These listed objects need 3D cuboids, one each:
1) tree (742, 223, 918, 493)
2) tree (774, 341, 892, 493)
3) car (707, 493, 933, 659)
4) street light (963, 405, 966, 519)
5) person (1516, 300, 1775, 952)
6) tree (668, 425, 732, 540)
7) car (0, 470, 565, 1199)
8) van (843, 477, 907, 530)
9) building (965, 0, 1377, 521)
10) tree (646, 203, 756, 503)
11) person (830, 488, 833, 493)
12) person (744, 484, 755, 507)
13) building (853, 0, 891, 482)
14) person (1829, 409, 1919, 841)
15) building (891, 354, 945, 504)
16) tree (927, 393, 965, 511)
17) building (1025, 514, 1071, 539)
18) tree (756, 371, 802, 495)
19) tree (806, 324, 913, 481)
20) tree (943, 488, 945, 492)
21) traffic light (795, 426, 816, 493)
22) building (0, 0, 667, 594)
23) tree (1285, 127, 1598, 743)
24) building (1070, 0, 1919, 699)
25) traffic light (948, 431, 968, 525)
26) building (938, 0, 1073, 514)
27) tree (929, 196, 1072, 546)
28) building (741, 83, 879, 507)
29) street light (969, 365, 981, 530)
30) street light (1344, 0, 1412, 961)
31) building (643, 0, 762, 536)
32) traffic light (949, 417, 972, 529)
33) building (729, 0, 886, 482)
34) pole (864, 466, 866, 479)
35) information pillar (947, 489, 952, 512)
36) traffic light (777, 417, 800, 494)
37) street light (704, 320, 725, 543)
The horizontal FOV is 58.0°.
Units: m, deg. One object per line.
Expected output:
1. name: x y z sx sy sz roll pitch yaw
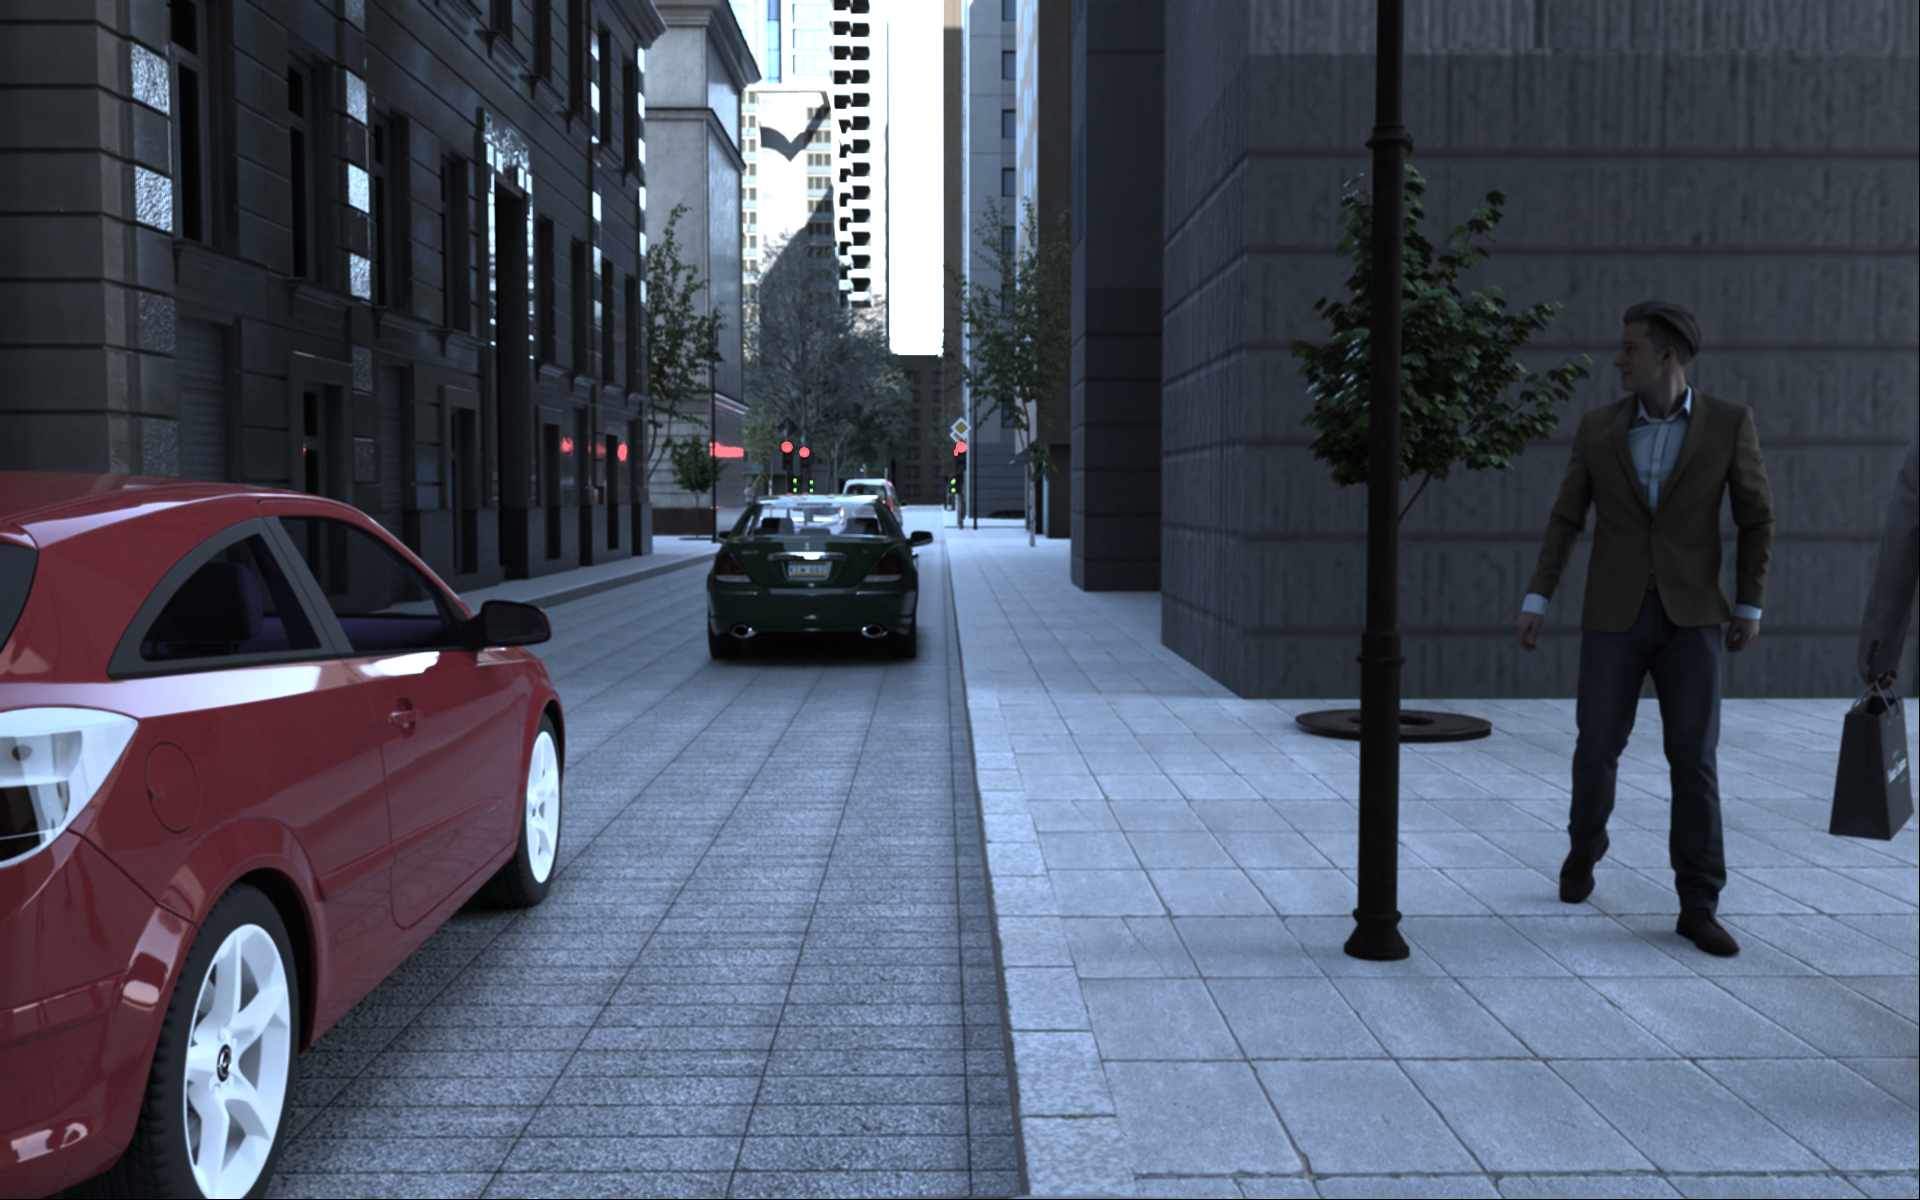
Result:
1. tree: -6.956 -10.306 78.879 12.009 13.543 11.850 0 3 0
2. tree: -7.465 -10.206 101.283 7.601 10.594 8.767 0 4 -3
3. car: -1.316 -0.290 16.538 2.131 1.459 4.920 0 4 -2
4. street light: 0.199 -7.077 88.499 0.468 5.910 1.993 0 4 -1
5. person: 2.015 0.050 5.141 0.656 1.842 0.836 0 4 -5
6. tree: -7.464 -3.311 48.732 1.663 3.219 1.824 0 3 0
7. car: -2.298 0.264 4.728 2.155 1.783 4.494 0 4 -2
8. van: -2.579 -2.662 50.534 2.013 2.044 4.112 0 4 1
9. building: 10.770 -34.348 103.590 21.231 58.520 28.212 0 4 -1
10. tree: -7.440 -5.542 40.968 4.737 8.622 4.395 0 3 0
11. person: -10.759 -8.427 144.177 0.721 1.781 0.623 3 4 37
12. person: -10.852 -5.078 89.248 0.473 1.802 0.592 -2 4 -25
13. building: -19.035 -47.246 210.731 20.611 71.187 20.563 0 4 -1
14. person: 2.244 0.148 3.802 0.709 1.800 0.728 2 4 33
15. building: -14.216 -24.386 243.756 28.899 21.520 27.650 0 4 -1
16. tree: -0.036 -10.960 129.563 4.360 8.622 3.978 0 3 0
17. building: 9.005 -24.769 55.083 14.600 45.320 14.200 0 4 -1
18. tree: -10.558 -8.799 94.224 4.737 8.622 4.395 0 3 0
19. tree: -7.897 -13.758 131.591 9.857 13.997 8.962 0 3 0
20. tree: -0.970 -12.024 191.196 1.663 3.219 1.824 0 3 0
21. traffic light: -6.325 -5.016 70.938 0.839 4.253 0.868 0 4 -1
22. building: -12.109 -13.883 24.251 12.463 27.353 25.104 0 4 -1
23. tree: 2.302 -0.893 9.206 1.663 3.219 1.824 0 3 0
24. building: 12.099 -29.427 23.127 21.231 58.520 28.212 0 4 -1
25. traffic light: -0.064 -5.022 71.025 0.839 4.253 0.868 0 4 -1
26. building: 5.499 -29.839 137.973 14.600 45.320 14.200 0 4 -1
27. tree: 1.573 -5.607 42.036 4.737 8.622 4.395 0 3 0
28. building: -23.596 -28.477 157.483 32.217 40.220 23.993 0 4 -1
29. street light: 0.554 -5.483 62.429 0.468 5.910 1.993 0 4 -1
30. street light: 1.165 -1.950 4.664 0.468 5.910 1.993 0 4 -1
31. building: -16.722 -11.800 57.563 19.286 19.102 10.561 0 4 -1
32. traffic light: 0.026 -4.533 63.040 0.839 4.253 0.868 0 4 -1
33. building: -18.997 -53.293 184.016 22.319 86.520 31.000 0 4 -1
34. pole: -6.925 -8.093 126.162 0.158 3.312 0.155 0 3 0
35. information pillar: -0.773 -7.462 126.495 0.304 2.012 0.304 -1 4 -20
36. traffic light: -6.234 -4.528 62.954 0.839 4.253 0.868 0 4 -1
37. street light: -6.455 -4.439 45.360 0.468 5.910 1.993 0 4 -1
